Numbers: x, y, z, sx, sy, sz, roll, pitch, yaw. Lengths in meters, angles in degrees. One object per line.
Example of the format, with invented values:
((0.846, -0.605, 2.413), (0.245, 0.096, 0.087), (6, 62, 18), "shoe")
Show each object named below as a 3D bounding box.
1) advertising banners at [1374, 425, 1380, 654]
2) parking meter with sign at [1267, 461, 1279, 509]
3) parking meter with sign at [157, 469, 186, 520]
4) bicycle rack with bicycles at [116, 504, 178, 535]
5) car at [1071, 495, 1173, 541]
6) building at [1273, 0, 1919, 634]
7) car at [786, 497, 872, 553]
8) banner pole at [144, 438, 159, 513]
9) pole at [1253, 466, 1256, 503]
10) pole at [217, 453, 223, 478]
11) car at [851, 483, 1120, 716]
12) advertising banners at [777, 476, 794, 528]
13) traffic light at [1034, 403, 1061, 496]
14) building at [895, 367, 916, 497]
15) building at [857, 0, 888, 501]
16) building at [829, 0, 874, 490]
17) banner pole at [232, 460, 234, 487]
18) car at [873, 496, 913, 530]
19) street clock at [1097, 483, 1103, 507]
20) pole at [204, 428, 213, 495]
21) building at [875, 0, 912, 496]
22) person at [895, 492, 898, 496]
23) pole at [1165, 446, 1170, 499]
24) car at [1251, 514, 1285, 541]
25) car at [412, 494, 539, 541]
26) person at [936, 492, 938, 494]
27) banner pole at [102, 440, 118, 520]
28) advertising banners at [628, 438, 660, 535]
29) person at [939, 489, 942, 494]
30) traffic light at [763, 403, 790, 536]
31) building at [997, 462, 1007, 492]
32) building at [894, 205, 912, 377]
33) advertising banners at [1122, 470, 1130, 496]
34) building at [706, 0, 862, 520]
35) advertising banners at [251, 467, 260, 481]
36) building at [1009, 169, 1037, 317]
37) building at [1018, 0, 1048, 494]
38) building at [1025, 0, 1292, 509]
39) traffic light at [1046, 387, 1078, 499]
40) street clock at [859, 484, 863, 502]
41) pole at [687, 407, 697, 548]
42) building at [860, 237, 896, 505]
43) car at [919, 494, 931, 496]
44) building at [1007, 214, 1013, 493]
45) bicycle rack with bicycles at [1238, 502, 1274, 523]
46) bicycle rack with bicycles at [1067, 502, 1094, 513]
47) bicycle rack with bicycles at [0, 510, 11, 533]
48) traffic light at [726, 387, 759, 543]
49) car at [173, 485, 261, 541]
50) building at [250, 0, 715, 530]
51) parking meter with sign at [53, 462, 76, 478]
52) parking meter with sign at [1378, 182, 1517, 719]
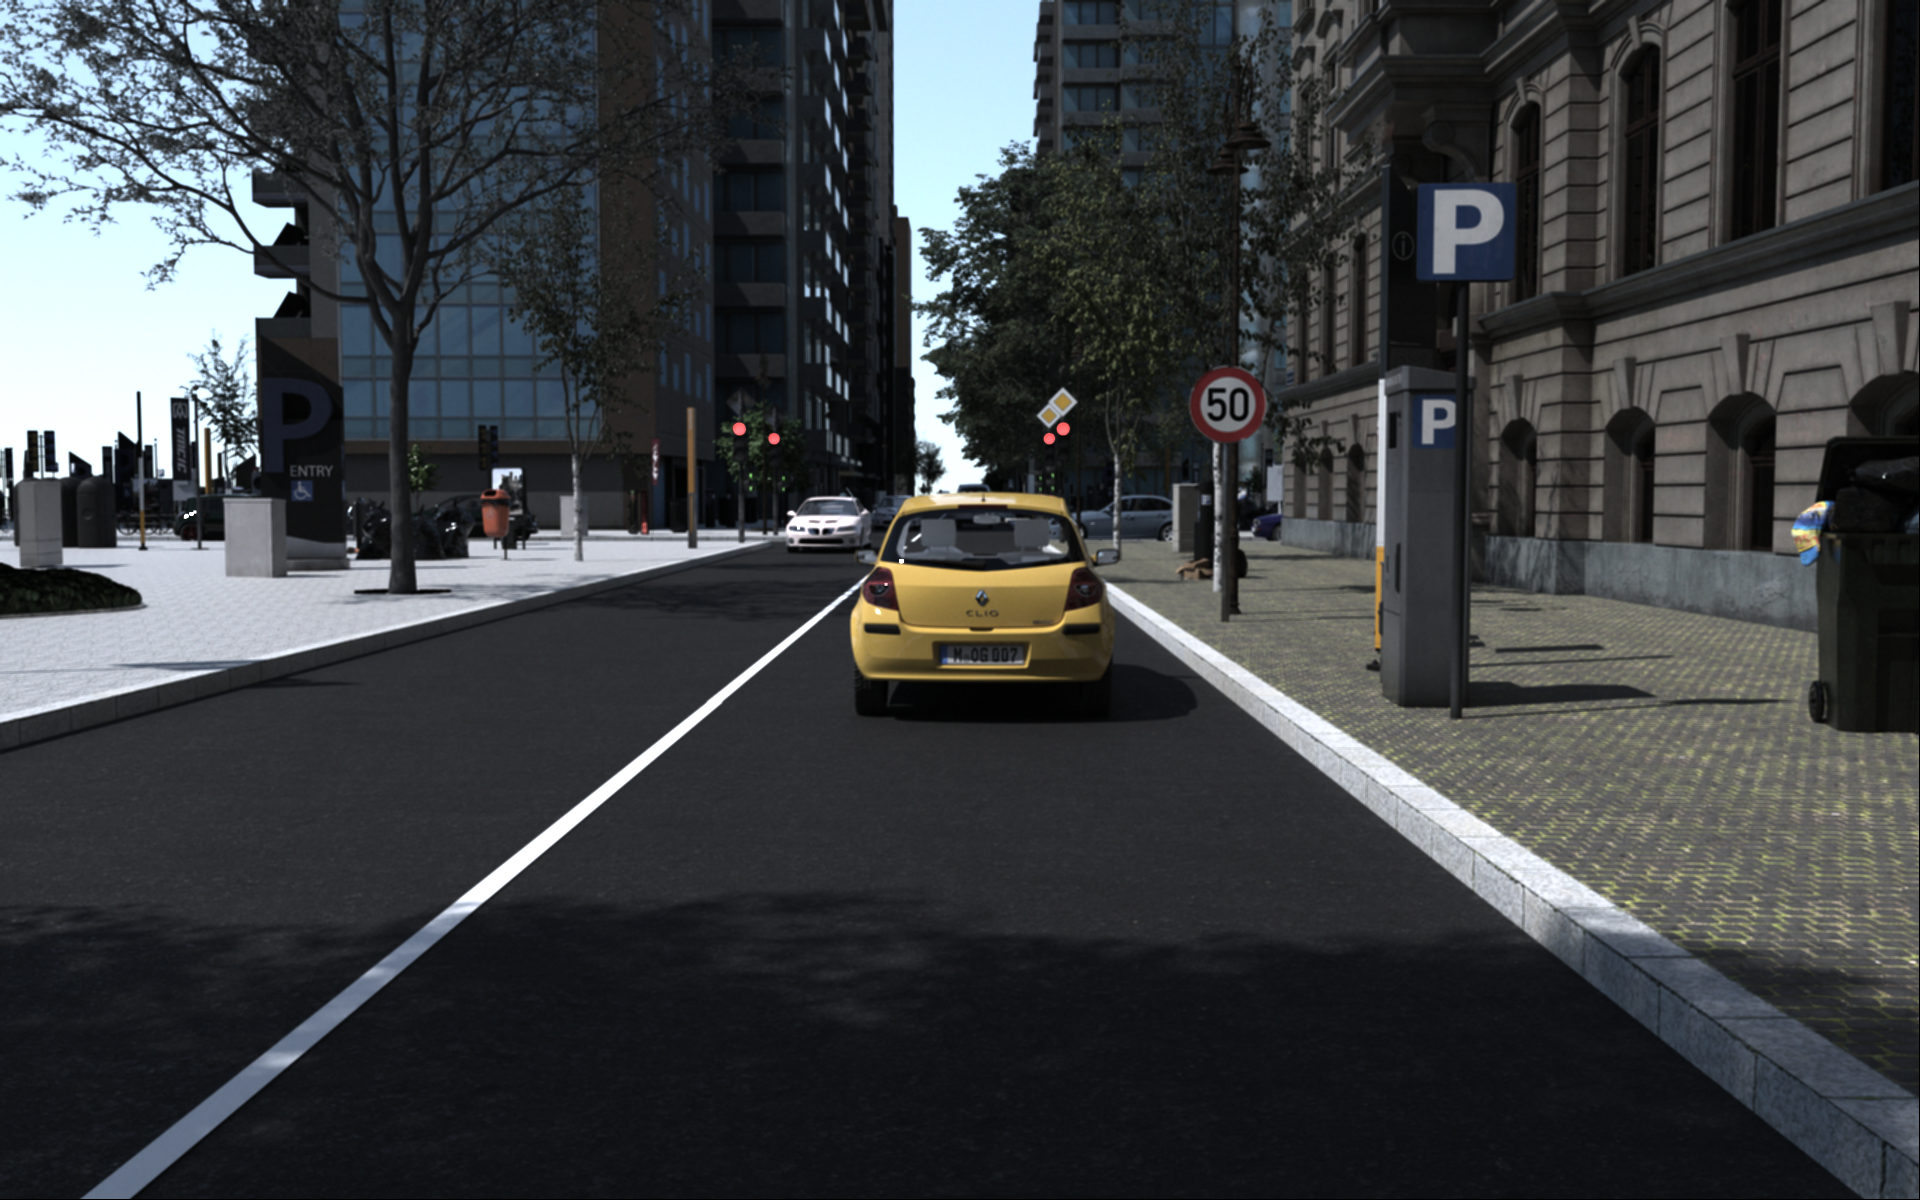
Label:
((3.480, -1.108, 14.305), (0.090, 3.025, 2.074), (1, 4, 14), "advertising banners")
((16.785, -5.914, 92.961), (0.543, 3.016, 1.738), (1, 4, 21), "parking meter with sign")
((-39.162, -5.459, 85.512), (1.738, 3.016, 0.543), (0, 4, -7), "parking meter with sign")
((-25.802, -2.544, 54.968), (2.925, 0.926, 2.852), (0, 4, -1), "bicycle rack with bicycles")
((4.741, -2.308, 49.742), (4.499, 1.417, 2.014), (0, 4, 1), "car")
((13.098, -12.640, 25.743), (14.460, 24.649, 34.723), (0, 4, 0), "building")
((-3.264, -1.925, 43.842), (2.083, 1.381, 4.827), (0, 4, 2), "car")
((-36.147, -5.353, 77.531), (0.401, 3.779, 0.863), (1, 4, 23), "banner pole")
((21.265, -8.031, 125.142), (0.158, 3.312, 0.155), (0, 3, 0), "pole")
((-36.321, -5.579, 85.066), (0.158, 3.312, 0.155), (0, 3, 0), "pole")
((0.191, -0.149, 12.653), (2.015, 1.641, 3.980), (0, 4, 2), "car")
((-6.653, -4.273, 66.058), (0.090, 3.025, 2.074), (-2, 4, -25), "advertising banners")
((2.724, -3.948, 53.478), (0.839, 4.253, 0.868), (0, 4, 0), "traffic light")
((-20.724, -24.807, 250.625), (27.650, 21.520, 28.899), (0, 4, 0), "building")
((-21.960, -35.611, 171.480), (28.713, 52.752, 27.495), (0, 4, 0), "building")
((-18.671, -29.905, 143.574), (22.147, 44.769, 28.867), (0, 4, 0), "building")
((-53.564, -8.418, 127.659), (0.401, 3.779, 0.863), (-1, 4, -19), "banner pole")
((-2.523, -3.605, 71.298), (2.083, 1.381, 4.827), (0, 4, 1), "car")
((9.164, -6.655, 113.386), (0.358, 2.002, 0.471), (3, 4, 39), "street clock")
((-23.100, -3.633, 53.246), (0.158, 3.312, 0.155), (0, 3, 0), "pole")
((-16.725, -48.060, 224.031), (20.563, 71.187, 20.611), (0, 4, 0), "building")
((-7.715, -12.123, 207.438), (1.217, 1.736, 0.721), (0, 4, 1), "person")
((8.855, -4.904, 74.031), (0.158, 3.312, 0.155), (0, 3, 0), "pole")
((10.277, -2.240, 49.209), (3.894, 1.354, 1.945), (0, 4, 2), "car")
((-14.446, -2.495, 50.575), (4.222, 1.686, 2.009), (0, 4, 2), "car")
((-3.114, -14.208, 241.516), (0.721, 1.736, 1.217), (2, 4, 33), "person")
((-39.015, -5.483, 79.671), (0.401, 3.779, 0.863), (3, 5, 43), "banner pole")
((-9.950, -3.570, 54.560), (0.090, 3.025, 2.074), (-3, 4, -38), "advertising banners")
((-1.610, -8.214, 142.827), (0.705, 1.821, 1.348), (2, 4, 29), "person")
((-5.687, -3.951, 53.513), (0.839, 4.253, 0.868), (0, 4, 0), "traffic light")
((12.944, -31.157, 281.121), (14.160, 30.474, 14.107), (0, 4, 0), "building")
((-14.690, -37.998, 271.371), (14.600, 45.320, 14.200), (0, 4, 0), "building")
((11.866, -7.816, 123.982), (0.090, 3.025, 2.074), (-1, 4, -9), "advertising banners")
((-18.085, -29.284, 98.399), (23.786, 49.044, 30.456), (0, 4, 0), "building")
((-45.705, -6.986, 110.416), (2.074, 3.025, 0.090), (-1, 4, -18), "advertising banners")
((17.471, -35.134, 229.071), (22.147, 44.769, 28.867), (0, 4, 0), "building")
((17.441, -53.379, 185.411), (22.319, 86.520, 31.000), (0, 4, 0), "building")
((17.914, -32.800, 155.881), (23.786, 49.044, 30.456), (0, 4, 0), "building")
((2.675, -3.460, 45.493), (0.839, 4.253, 0.868), (0, 4, 0), "traffic light")
((-6.958, -7.157, 121.588), (0.358, 2.002, 0.471), (1, 4, 10), "street clock")
((-6.320, -2.875, 40.856), (0.158, 3.312, 0.155), (0, 3, 0), "pole")
((-14.555, -25.773, 193.092), (14.160, 30.474, 14.107), (0, 4, 0), "building")
((-2.325, -6.862, 124.197), (2.014, 1.417, 4.499), (0, 4, 2), "car")
((13.746, -34.688, 250.748), (14.154, 41.232, 14.086), (0, 4, 0), "building")
((13.116, -3.837, 76.124), (2.852, 0.926, 2.925), (1, 4, 22), "bicycle rack with bicycles")
((4.819, -3.829, 75.993), (2.925, 0.926, 2.852), (0, 4, -2), "bicycle rack with bicycles")
((-31.100, -2.682, 57.237), (2.852, 0.926, 2.925), (0, 4, -7), "bicycle rack with bicycles")
((-5.736, -3.462, 45.528), (0.839, 4.253, 0.868), (0, 4, 0), "traffic light")
((-19.960, -2.390, 48.863), (4.222, 1.686, 2.009), (0, 4, -1), "car")
((-17.521, -25.473, 66.598), (14.600, 45.320, 14.200), (0, 4, 0), "building")
((-49.037, -6.021, 94.708), (1.738, 3.016, 0.543), (2, 4, 30), "parking meter with sign")
((2.896, -0.879, 10.635), (0.543, 3.016, 1.738), (0, 4, 4), "parking meter with sign")
